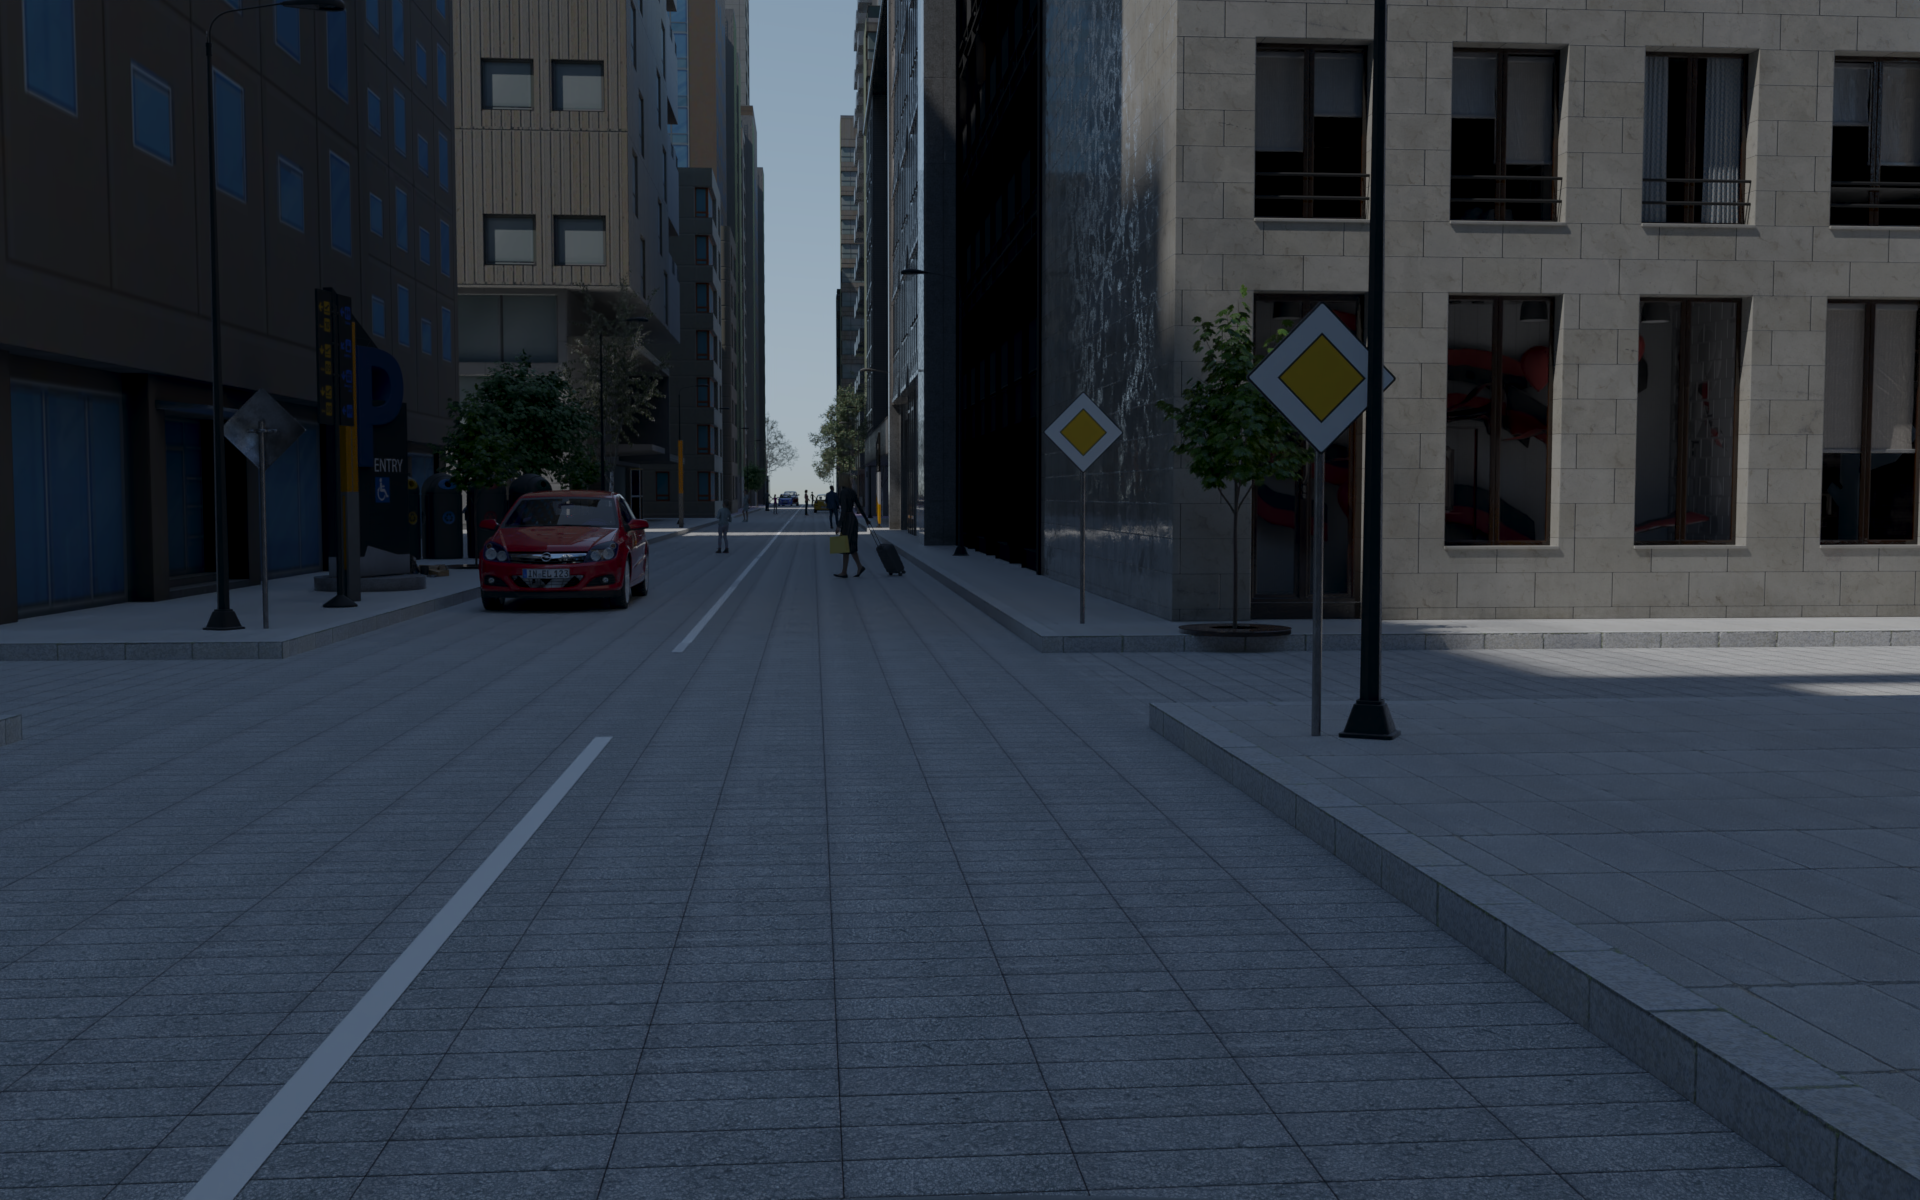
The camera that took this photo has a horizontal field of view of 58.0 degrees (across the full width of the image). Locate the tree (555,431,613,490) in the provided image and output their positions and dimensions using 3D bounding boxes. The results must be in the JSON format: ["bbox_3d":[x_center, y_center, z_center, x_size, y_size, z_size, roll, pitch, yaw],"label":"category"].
[{"bbox_3d":[-11.420,-3.482,51.524,1.663,3.219,1.824,0,3,0],"label":"tree"}]

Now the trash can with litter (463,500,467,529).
[{"bbox_3d":[-12.146,-2.013,44.304,1.055,1.170,0.624,-2,4,-28],"label":"trash can with litter"}]

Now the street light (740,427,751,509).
[{"bbox_3d":[-15.376,-9.056,120.607,1.470,5.913,1.316,0,4,-5],"label":"street light"}]

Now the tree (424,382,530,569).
[{"bbox_3d":[-8.333,-2.154,29.813,1.663,3.219,1.824,0,3,0],"label":"tree"}]

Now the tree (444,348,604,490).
[{"bbox_3d":[-9.737,-3.377,38.923,4.285,4.588,4.351,0,3,0],"label":"tree"}]

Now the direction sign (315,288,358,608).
[{"bbox_3d":[-7.045,-1.687,19.581,0.379,3.537,0.876,0,4,4],"label":"direction sign"}]

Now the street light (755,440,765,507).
[{"bbox_3d":[-17.650,-10.747,148.249,1.470,5.913,1.316,0,4,-5],"label":"street light"}]

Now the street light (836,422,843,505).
[{"bbox_3d":[-7.083,-8.507,111.631,1.470,5.913,1.316,0,4,-5],"label":"street light"}]

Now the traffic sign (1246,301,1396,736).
[{"bbox_3d":[1.887,-0.335,9.128,0.795,2.450,0.064,0,4,-5],"label":"traffic sign"}]

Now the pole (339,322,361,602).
[{"bbox_3d":[-7.276,-1.637,20.610,0.158,3.312,0.155,0,3,0],"label":"pole"}]

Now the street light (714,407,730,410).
[{"bbox_3d":[-13.015,-7.355,92.796,1.470,5.913,1.316,0,4,-5],"label":"street light"}]

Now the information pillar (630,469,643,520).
[{"bbox_3d":[-9.380,-2.800,50.270,0.304,2.012,0.304,0,4,2],"label":"information pillar"}]

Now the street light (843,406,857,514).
[{"bbox_3d":[-5.306,-7.290,91.740,1.470,5.913,1.316,0,4,-5],"label":"street light"}]

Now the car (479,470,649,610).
[{"bbox_3d":[-5.150,-0.844,22.846,2.155,1.783,4.494,0,4,-5],"label":"car"}]

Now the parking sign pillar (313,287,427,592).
[{"bbox_3d":[-7.948,-2.127,23.249,1.447,3.967,1.447,1,4,14],"label":"parking sign pillar"}]

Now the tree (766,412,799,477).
[{"bbox_3d":[-28.055,-20.719,249.117,12.009,13.543,11.850,0,3,0],"label":"tree"}]

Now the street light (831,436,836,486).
[{"bbox_3d":[-9.478,-10.221,139.647,1.470,5.913,1.316,0,4,-5],"label":"street light"}]

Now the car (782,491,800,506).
[{"bbox_3d":[-20.541,-12.296,209.709,2.281,1.827,5.304,0,4,-4],"label":"car"}]

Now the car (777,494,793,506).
[{"bbox_3d":[-20.675,-11.944,204.878,1.945,1.707,3.694,0,4,-5],"label":"car"}]

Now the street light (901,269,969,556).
[{"bbox_3d":[-0.523,-3.874,35.886,1.470,5.913,1.316,0,4,-5],"label":"street light"}]

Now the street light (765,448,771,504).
[{"bbox_3d":[-20.054,-12.431,175.784,1.470,5.913,1.316,0,4,-5],"label":"street light"}]

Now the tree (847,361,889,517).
[{"bbox_3d":[-4.284,-8.871,95.399,4.360,8.622,3.978,0,3,0],"label":"tree"}]

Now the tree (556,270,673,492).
[{"bbox_3d":[-11.606,-6.554,57.523,4.360,8.622,3.978,0,3,0],"label":"tree"}]

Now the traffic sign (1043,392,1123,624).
[{"bbox_3d":[1.208,-0.822,17.084,0.795,2.450,0.064,0,4,-5],"label":"traffic sign"}]

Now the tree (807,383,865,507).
[{"bbox_3d":[-11.100,-15.967,178.062,9.611,12.733,9.660,0,3,0],"label":"tree"}]

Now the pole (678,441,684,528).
[{"bbox_3d":[-10.641,-4.416,66.043,0.158,3.312,0.155,0,3,0],"label":"pole"}]

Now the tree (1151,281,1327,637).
[{"bbox_3d":[2.533,-1.296,15.795,1.663,3.219,1.824,0,3,0],"label":"tree"}]

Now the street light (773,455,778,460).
[{"bbox_3d":[-22.483,-14.124,203.473,1.470,5.913,1.316,0,4,-5],"label":"street light"}]

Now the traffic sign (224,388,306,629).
[{"bbox_3d":[-6.610,-0.783,16.440,0.795,2.450,0.064,0,4,-5],"label":"traffic sign"}]

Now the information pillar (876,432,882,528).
[{"bbox_3d":[-3.086,-4.539,65.563,0.183,3.616,0.504,-1,4,-13],"label":"information pillar"}]

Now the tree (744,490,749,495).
[{"bbox_3d":[-21.872,-10.984,174.182,1.663,3.219,1.824,0,3,0],"label":"tree"}]

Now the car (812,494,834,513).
[{"bbox_3d":[-10.332,-7.485,132.598,2.015,1.641,3.980,0,4,-4],"label":"car"}]

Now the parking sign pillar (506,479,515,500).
[{"bbox_3d":[-15.498,-4.227,57.584,1.447,3.967,1.447,0,4,6],"label":"parking sign pillar"}]

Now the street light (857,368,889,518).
[{"bbox_3d":[-2.974,-5.600,64.104,1.470,5.913,1.316,0,4,-5],"label":"street light"}]

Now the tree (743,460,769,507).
[{"bbox_3d":[-20.017,-11.176,166.448,4.285,4.588,4.351,0,3,0],"label":"tree"}]
